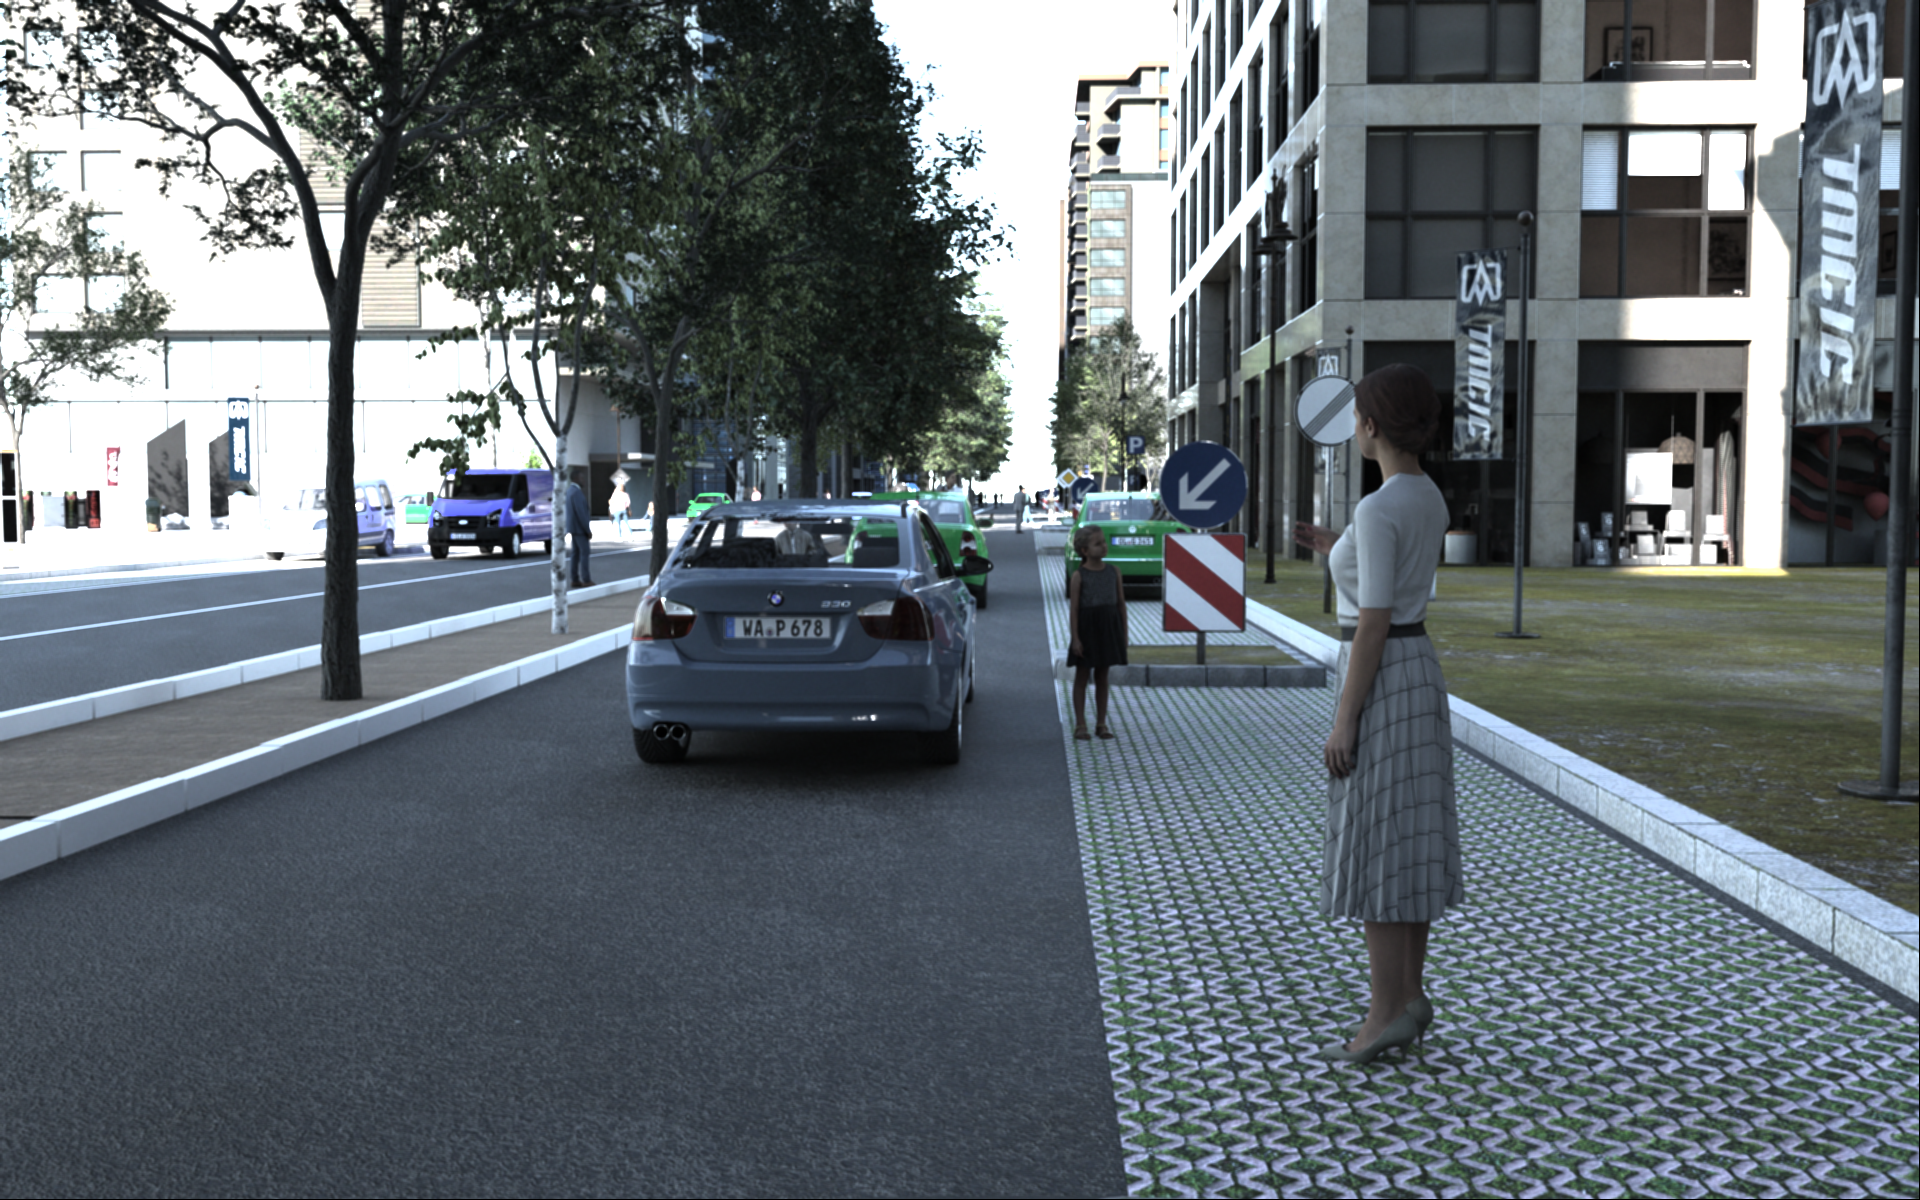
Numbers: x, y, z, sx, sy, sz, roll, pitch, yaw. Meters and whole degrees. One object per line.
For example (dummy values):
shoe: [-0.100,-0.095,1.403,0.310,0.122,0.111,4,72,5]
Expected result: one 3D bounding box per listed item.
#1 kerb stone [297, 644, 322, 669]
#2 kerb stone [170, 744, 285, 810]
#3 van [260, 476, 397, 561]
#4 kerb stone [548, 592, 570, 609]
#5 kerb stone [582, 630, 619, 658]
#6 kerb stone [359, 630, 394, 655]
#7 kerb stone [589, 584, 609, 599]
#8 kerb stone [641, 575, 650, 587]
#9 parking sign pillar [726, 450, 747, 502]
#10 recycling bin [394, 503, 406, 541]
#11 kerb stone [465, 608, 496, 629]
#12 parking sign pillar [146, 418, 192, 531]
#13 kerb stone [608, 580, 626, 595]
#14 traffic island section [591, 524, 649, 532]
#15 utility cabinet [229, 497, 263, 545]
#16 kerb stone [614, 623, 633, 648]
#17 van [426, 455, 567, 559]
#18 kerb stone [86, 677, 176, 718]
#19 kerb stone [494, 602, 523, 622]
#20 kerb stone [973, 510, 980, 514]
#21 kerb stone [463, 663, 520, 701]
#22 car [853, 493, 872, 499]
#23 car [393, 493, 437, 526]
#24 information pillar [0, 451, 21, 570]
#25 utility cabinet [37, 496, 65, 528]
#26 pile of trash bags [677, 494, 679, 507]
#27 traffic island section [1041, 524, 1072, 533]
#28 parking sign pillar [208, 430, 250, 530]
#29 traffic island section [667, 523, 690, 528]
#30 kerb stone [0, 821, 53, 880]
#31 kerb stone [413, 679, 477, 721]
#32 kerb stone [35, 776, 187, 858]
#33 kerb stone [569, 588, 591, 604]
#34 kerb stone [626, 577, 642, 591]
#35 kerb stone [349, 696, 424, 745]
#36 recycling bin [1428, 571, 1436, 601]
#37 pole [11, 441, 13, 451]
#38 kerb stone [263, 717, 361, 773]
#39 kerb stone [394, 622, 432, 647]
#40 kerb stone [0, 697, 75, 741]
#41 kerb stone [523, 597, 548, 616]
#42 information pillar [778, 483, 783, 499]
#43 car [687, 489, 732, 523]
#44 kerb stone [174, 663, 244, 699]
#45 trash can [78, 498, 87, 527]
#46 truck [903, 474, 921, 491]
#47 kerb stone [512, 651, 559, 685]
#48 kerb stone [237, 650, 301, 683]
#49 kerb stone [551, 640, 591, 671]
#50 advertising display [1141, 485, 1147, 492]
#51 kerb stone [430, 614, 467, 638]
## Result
kerb stone: [-5.401,0.468,14.550,0.120,0.150,1.000,0,4,2]
kerb stone: [-3.539,0.853,8.345,0.120,0.150,1.000,0,4,2]
van: [-13.885,-1.905,38.157,2.013,2.044,4.112,0,4,3]
kerb stone: [-5.117,0.035,21.735,0.120,0.150,1.000,0,4,2]
kerb stone: [-3.260,0.409,15.511,0.120,0.150,1.000,0,4,2]
kerb stone: [-5.359,0.406,15.576,0.120,0.150,1.000,0,4,2]
kerb stone: [-5.035,-0.098,23.792,0.120,0.150,1.000,0,4,2]
kerb stone: [-4.907,-0.285,26.863,0.120,0.150,1.000,0,4,2]
parking sign pillar: [-13.779,-7.240,106.843,1.447,3.967,1.447,2,4,25]
recycling bin: [-15.615,-2.123,47.271,0.722,1.027,0.722,-3,5,-43]
kerb stone: [-5.239,0.222,18.657,0.120,0.150,1.000,0,4,2]
parking sign pillar: [-28.052,-4.456,61.330,1.447,3.967,1.447,-1,4,-15]
kerb stone: [-4.992,-0.160,24.813,0.120,0.150,1.000,0,4,2]
traffic island section: [-13.006,-2.686,66.198,2.009,0.180,2.903,0,4,2]
utility cabinet: [-18.069,-2.001,43.879,1.020,1.237,0.306,2,4,34]
kerb stone: [-3.215,0.346,16.537,0.120,0.150,1.000,0,4,2]
van: [-10.649,-2.176,39.963,2.240,2.365,5.245,0,4,2]
kerb stone: [-5.522,0.657,11.477,0.120,0.150,1.000,0,4,2]
kerb stone: [-5.196,0.154,19.678,0.120,0.150,1.000,0,4,2]
kerb stone: [1.266,-6.580,129.772,0.120,0.150,1.000,0,4,2]
kerb stone: [-3.383,0.597,12.438,0.120,0.150,1.000,0,4,2]
car: [-5.069,-4.801,88.091,1.945,1.707,3.694,0,4,1]
car: [-22.076,-3.716,69.550,4.718,1.807,1.959,0,4,3]
information pillar: [-16.193,-1.524,29.406,0.304,2.012,0.304,3,5,42]
utility cabinet: [-34.723,-3.367,66.212,0.306,1.237,1.020,2,4,24]
pile of trash bags: [-18.647,-5.842,105.271,3.447,1.369,1.912,1,4,18]
traffic island section: [4.122,-2.644,65.517,2.009,0.180,2.903,0,4,2]
parking sign pillar: [-26.006,-4.476,61.652,1.447,3.967,1.447,-1,4,-11]
traffic island section: [-12.690,-3.174,74.177,2.009,0.180,2.903,0,4,2]
kerb stone: [-3.623,0.975,6.299,0.120,0.150,1.000,0,4,2]
kerb stone: [-3.420,0.664,11.409,0.120,0.150,1.000,0,4,2]
kerb stone: [-3.581,0.910,7.320,0.120,0.150,1.000,0,4,2]
kerb stone: [-5.070,-0.035,22.770,0.120,0.150,1.000,0,4,2]
kerb stone: [-4.956,-0.220,25.841,0.120,0.150,1.000,0,4,2]
kerb stone: [-3.464,0.727,10.388,0.120,0.150,1.000,0,4,2]
recycling bin: [5.269,-0.515,20.978,0.722,1.027,0.722,-1,4,-22]
pole: [-32.806,-4.058,60.191,0.158,3.312,0.155,0,3,0]
kerb stone: [-3.506,0.785,9.366,0.120,0.150,1.000,0,4,2]
kerb stone: [-5.320,0.350,16.602,0.120,0.150,1.000,0,4,2]
kerb stone: [-5.565,0.720,10.453,0.120,0.150,1.000,0,4,2]
kerb stone: [-5.150,0.093,20.704,0.120,0.150,1.000,0,4,2]
information pillar: [-12.436,-7.059,119.903,0.304,2.012,0.304,-1,4,-11]
car: [-12.030,-4.600,84.002,1.959,1.807,4.718,0,4,2]
kerb stone: [-5.475,0.599,12.505,0.120,0.150,1.000,0,4,2]
trash can: [-34.306,-3.426,67.667,0.748,1.137,0.748,0,3,0]
truck: [-4.634,-12.461,193.490,2.967,4.110,18.799,0,4,0]
kerb stone: [-3.336,0.534,13.462,0.120,0.150,1.000,0,4,2]
kerb stone: [-5.436,0.532,13.529,0.120,0.150,1.000,0,4,2]
kerb stone: [-3.293,0.474,14.489,0.120,0.150,1.000,0,4,2]
advertising display: [12.555,-6.996,119.590,0.123,1.923,0.974,-2,4,-33]
kerb stone: [-5.273,0.280,17.634,0.120,0.150,1.000,0,4,2]
